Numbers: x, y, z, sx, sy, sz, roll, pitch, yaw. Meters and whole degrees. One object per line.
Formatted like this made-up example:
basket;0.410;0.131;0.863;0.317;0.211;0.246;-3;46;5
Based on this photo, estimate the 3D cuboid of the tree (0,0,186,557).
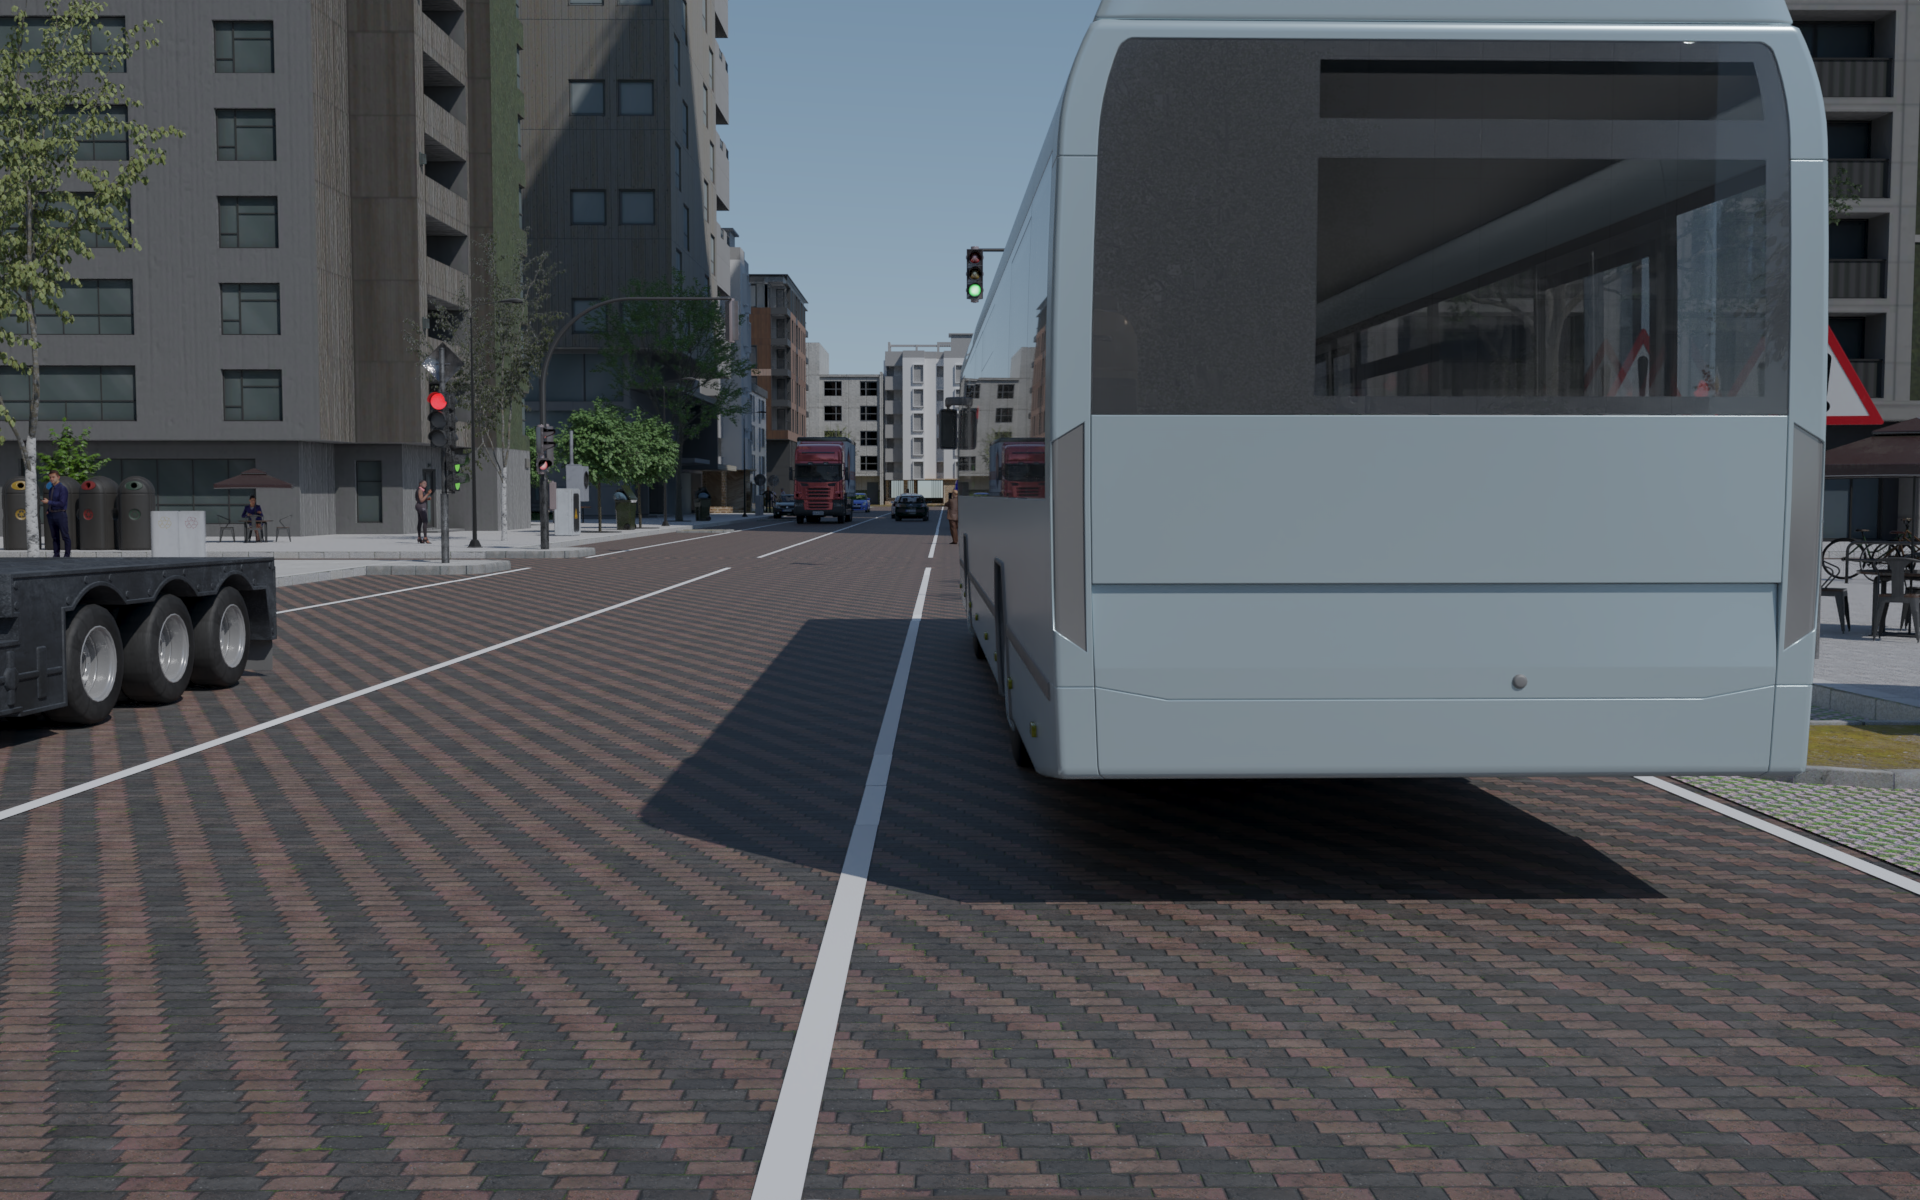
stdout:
tree;-12.297;-4.397;22.258;4.737;8.622;4.395;0;3;0

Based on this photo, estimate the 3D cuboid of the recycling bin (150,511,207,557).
recycling bin;-11.516;-0.795;25.549;0.722;1.027;0.722;-1;4;-22

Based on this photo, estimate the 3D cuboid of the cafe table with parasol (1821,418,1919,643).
cafe table with parasol;8.586;-0.657;15.604;2.610;1.966;2.610;0;4;1

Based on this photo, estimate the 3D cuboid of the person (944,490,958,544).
person;-0.211;-2.369;49.510;0.482;1.546;0.388;-3;5;-42

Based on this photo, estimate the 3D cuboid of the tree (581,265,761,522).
tree;-13.241;-9.455;80.338;9.928;11.665;9.643;0;3;0

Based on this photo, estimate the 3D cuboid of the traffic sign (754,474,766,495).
traffic sign;-12.599;-6.665;109.079;0.768;2.556;0.104;1;4;8

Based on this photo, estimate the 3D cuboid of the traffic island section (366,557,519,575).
traffic island section;-9.581;-0.606;32.193;2.009;0.180;2.903;0;4;0

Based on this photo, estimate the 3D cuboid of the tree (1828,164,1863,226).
tree;7.238;-5.339;21.699;7.601;10.594;8.767;0;4;6

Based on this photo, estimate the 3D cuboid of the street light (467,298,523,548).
street light;-11.063;-4.202;41.249;1.470;5.913;1.316;0;4;0

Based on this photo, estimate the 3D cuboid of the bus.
bus;1.402;-1.065;12.268;2.948;3.499;13.247;0;4;-2

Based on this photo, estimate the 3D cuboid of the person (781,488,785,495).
person;-13.018;-7.321;126.683;0.436;1.711;0.756;-2;4;-25

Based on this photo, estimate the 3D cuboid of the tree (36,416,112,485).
tree;-22.267;-2.970;43.158;1.663;3.219;1.824;0;3;0

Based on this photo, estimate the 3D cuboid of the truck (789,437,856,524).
truck;-6.771;-6.011;87.197;2.839;4.237;11.283;0;4;0

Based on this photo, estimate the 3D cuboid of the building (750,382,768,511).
building;-20.238;-12.192;141.488;9.099;9.664;28.070;0;4;0

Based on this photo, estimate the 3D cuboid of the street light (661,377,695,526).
street light;-11.235;-5.903;69.061;1.470;5.913;1.316;0;4;0

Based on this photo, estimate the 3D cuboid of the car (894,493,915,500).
car;-3.505;-6.803;120.271;2.155;1.783;4.494;0;4;1

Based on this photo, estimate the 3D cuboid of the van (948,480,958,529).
van;0.625;-4.232;73.580;2.240;2.365;5.245;0;4;-1

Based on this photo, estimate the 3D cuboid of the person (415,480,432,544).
person;-13.848;-2.282;44.821;0.593;1.643;0.415;1;4;23

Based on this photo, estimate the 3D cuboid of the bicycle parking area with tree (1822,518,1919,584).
bicycle parking area with tree;17.237;-2.329;25.089;8.231;4.147;9.016;-2;4;-31

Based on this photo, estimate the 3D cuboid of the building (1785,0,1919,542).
building;21.377;-37.630;53.510;20.611;71.187;20.563;0;4;0

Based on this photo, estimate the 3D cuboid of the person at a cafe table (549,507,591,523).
person at a cafe table;-17.353;-4.134;76.106;1.698;1.524;1.622;-3;5;-39

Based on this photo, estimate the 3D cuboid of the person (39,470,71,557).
person;-17.106;-1.588;32.704;0.576;1.737;0.504;1;4;21

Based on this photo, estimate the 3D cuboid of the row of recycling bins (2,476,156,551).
row of recycling bins;-20.176;-1.993;39.695;3.534;1.692;1.069;0;4;3

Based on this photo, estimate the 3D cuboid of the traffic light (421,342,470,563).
traffic light;-9.541;-2.638;32.058;0.839;4.253;0.868;0;4;0

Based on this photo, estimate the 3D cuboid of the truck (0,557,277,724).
truck;-6.336;-0.878;4.108;2.967;4.110;18.799;0;4;-1

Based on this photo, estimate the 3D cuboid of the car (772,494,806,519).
car;-10.054;-5.658;102.291;2.009;1.686;4.222;0;4;-1

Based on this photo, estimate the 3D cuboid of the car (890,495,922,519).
car;-3.108;-5.519;102.605;2.083;1.381;4.827;0;4;0

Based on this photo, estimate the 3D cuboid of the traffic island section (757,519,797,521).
traffic island section;-9.733;-4.241;92.203;1.991;0.108;1.994;0;4;0

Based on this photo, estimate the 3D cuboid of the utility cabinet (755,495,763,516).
utility cabinet;-11.928;-5.616;102.976;0.306;1.237;1.020;0;4;6

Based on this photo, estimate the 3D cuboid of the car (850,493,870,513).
car;-7.926;-7.662;134.860;1.945;1.707;3.694;0;4;1

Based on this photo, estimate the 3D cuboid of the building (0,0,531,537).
building;-23.051;-17.455;57.097;14.160;30.474;14.107;0;4;0

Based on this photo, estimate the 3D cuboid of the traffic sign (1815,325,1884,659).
traffic sign;6.646;-0.819;13.392;0.884;2.594;0.081;0;4;5

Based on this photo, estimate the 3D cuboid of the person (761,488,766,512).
person;-14.031;-7.163;123.888;0.721;1.736;1.217;2;4;26

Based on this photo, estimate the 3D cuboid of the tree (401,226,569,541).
tree;-12.709;-5.931;47.332;4.360;8.622;3.978;0;3;0

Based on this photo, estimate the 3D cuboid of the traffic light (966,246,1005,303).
traffic light;2.489;-3.508;32.029;4.771;5.953;1.251;0;4;0

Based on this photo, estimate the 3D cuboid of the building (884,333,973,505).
building;-3.430;-21.622;209.941;11.380;20.091;16.016;0;4;0

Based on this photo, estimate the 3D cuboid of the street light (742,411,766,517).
street light;-11.517;-7.604;96.868;1.470;5.913;1.316;0;4;0

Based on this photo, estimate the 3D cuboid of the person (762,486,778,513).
person;-13.020;-6.822;117.599;1.348;1.821;0.705;-1;4;-9

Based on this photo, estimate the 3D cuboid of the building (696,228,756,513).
building;-22.644;-16.187;121.074;16.016;20.091;11.380;0;4;0

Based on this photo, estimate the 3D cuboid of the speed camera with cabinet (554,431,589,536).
speed camera with cabinet;-12.005;-3.623;53.564;0.660;3.252;2.038;0;4;3

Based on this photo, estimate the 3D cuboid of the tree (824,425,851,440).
tree;-12.954;-14.039;179.906;4.737;8.622;4.395;0;3;0

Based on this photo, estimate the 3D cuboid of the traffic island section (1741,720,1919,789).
traffic island section;4.802;0.827;9.350;1.991;0.108;1.994;0;4;0

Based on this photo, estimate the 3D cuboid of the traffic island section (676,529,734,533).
traffic island section;-9.530;-2.579;65.033;1.991;0.108;1.994;0;4;0

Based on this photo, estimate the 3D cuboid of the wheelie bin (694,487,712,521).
wheelie bin;-12.234;-4.550;82.296;0.693;1.594;0.980;-3;5;-41

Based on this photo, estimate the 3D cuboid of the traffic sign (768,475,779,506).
traffic sign;-12.320;-6.992;114.423;0.768;2.556;0.104;0;4;3

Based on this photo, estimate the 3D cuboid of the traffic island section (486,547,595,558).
traffic island section;-9.645;-1.095;40.178;2.009;0.180;2.903;0;4;0

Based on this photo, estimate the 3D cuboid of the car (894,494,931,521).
car;-2.563;-5.082;92.882;2.009;1.686;4.222;0;4;1

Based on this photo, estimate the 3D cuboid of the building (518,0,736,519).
building;-27.970;-31.176;98.963;28.713;52.752;27.495;0;4;0

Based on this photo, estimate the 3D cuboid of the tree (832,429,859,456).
tree;-13.060;-14.736;191.301;4.360;8.622;3.978;0;3;0

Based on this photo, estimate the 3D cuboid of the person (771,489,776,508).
person;-17.011;-9.228;157.855;0.756;1.711;0.436;2;4;29

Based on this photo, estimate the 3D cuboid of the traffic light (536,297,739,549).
traffic light;-7.514;-4.002;40.095;4.771;5.953;1.251;0;4;0

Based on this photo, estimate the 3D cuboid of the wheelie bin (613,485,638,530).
wheelie bin;-11.939;-3.292;61.726;0.693;1.594;0.980;1;4;11

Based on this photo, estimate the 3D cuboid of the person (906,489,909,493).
person;-3.770;-7.144;125.312;1.348;1.823;0.705;-1;4;-9

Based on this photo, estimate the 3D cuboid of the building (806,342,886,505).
building;-24.867;-21.033;210.339;31.486;18.905;16.747;0;4;0

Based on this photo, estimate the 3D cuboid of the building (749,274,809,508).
building;-32.375;-20.228;174.709;32.646;21.610;27.936;0;4;0

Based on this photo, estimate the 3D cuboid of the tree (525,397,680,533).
tree;-12.099;-4.529;57.764;4.285;4.588;4.351;0;3;0

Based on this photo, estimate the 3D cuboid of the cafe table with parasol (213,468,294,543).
cafe table with parasol;-18.663;-2.507;45.860;2.610;1.966;2.610;3;4;37
